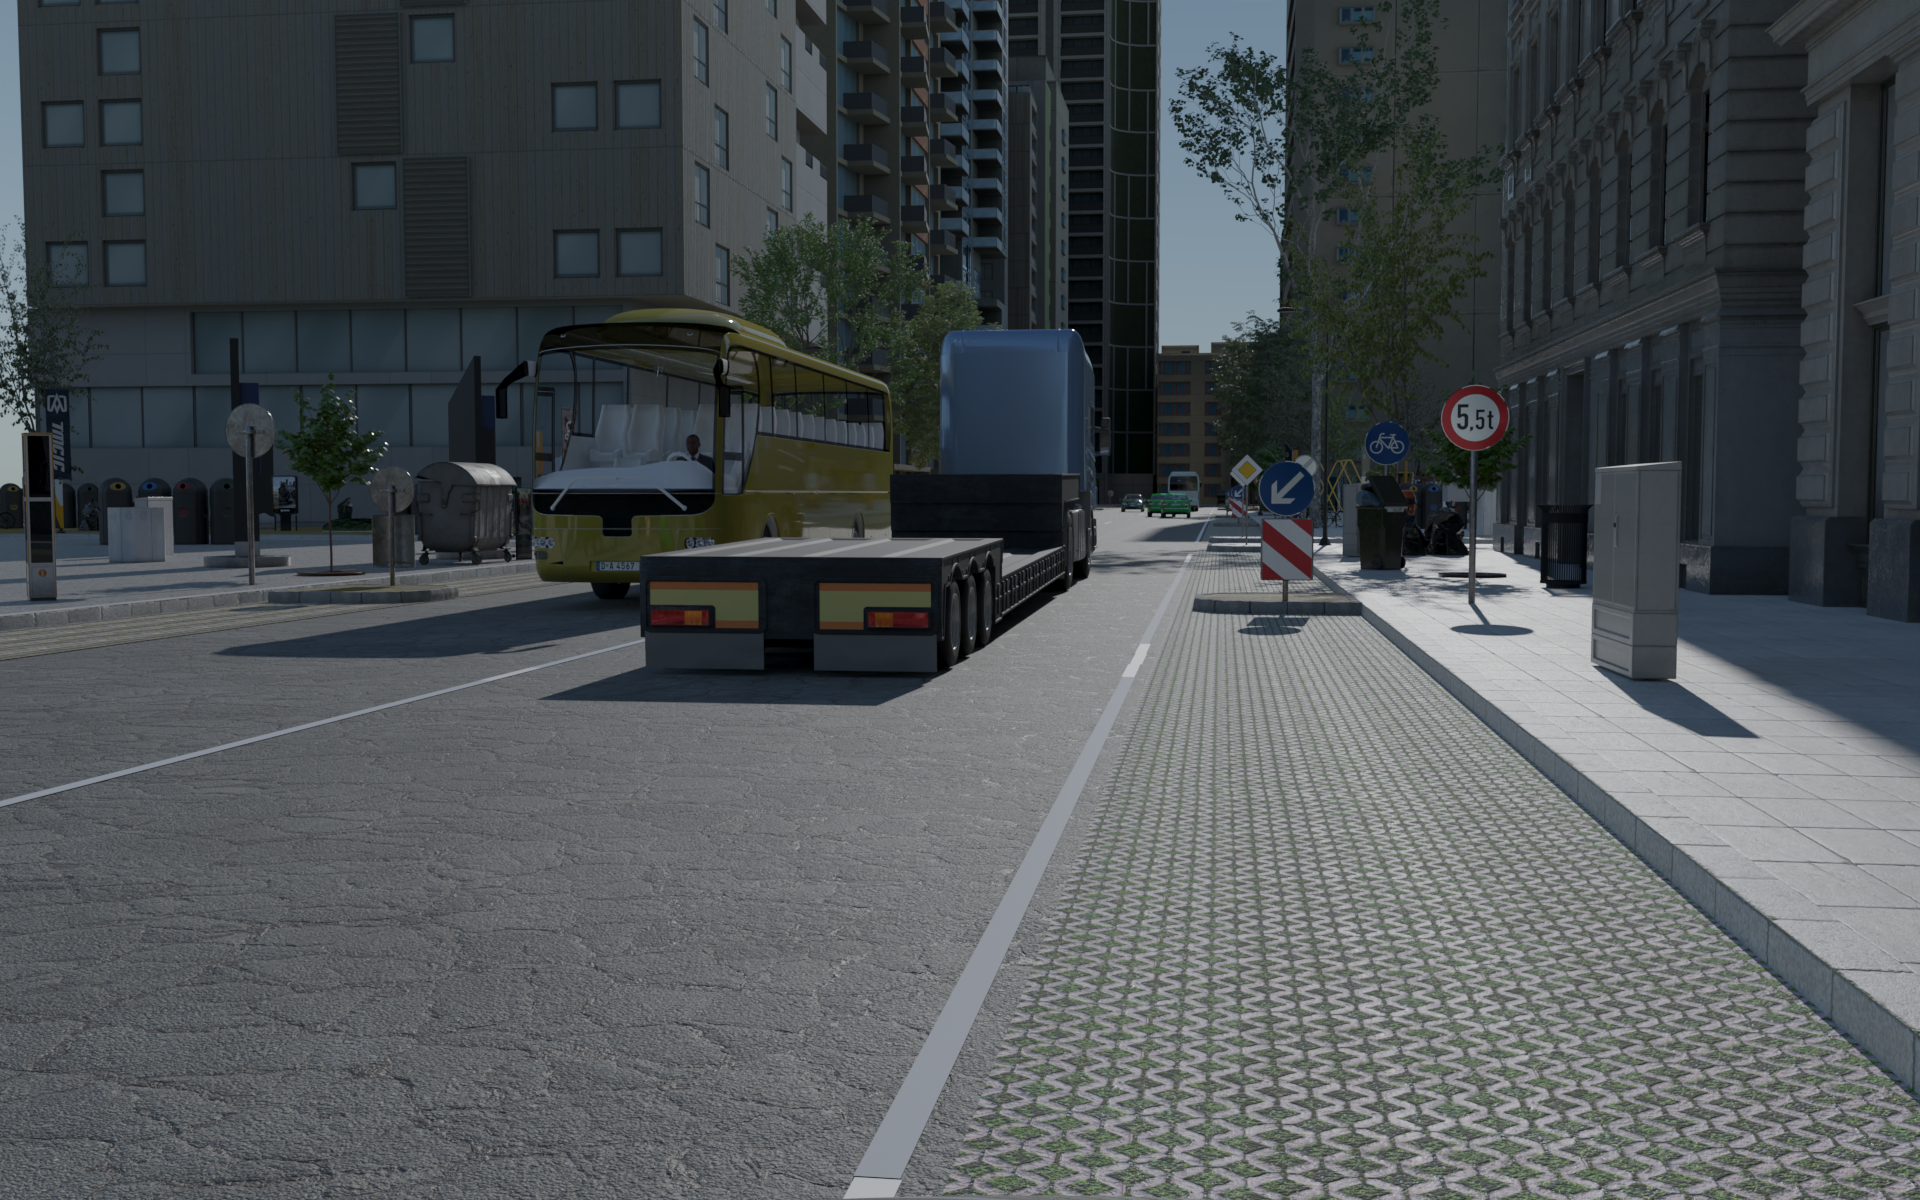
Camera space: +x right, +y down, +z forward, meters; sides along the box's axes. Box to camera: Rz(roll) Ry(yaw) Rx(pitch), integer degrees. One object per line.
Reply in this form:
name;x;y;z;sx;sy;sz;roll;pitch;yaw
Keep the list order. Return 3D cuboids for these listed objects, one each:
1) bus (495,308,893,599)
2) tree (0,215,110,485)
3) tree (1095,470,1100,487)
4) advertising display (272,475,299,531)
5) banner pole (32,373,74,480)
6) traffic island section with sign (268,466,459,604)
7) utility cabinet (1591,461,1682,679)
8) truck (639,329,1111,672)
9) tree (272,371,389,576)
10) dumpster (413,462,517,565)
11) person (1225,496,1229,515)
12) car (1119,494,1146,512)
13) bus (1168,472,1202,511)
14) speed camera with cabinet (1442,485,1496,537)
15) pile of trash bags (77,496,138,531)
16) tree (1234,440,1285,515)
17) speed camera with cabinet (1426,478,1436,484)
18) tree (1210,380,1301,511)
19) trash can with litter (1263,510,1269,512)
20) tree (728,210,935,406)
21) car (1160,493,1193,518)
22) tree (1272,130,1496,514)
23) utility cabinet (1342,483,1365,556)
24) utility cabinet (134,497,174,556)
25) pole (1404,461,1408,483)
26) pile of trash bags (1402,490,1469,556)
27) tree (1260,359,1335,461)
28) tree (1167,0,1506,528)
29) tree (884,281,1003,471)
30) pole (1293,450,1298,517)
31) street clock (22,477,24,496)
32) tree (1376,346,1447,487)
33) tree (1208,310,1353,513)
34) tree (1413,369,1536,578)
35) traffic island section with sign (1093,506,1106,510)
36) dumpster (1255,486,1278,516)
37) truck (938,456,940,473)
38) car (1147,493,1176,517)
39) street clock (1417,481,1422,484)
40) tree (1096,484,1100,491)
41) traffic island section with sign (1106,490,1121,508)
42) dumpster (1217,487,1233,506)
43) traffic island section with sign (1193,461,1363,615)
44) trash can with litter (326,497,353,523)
bus;-3.339;-2.151;26.717;2.896;3.916;12.252;0;4;8
tree;-24.201;-5.799;45.170;4.360;8.622;3.978;0;3;0
tree;13.466;-12.467;187.553;4.285;4.588;4.351;0;3;0
advertising display;-23.430;-3.360;60.143;0.974;1.923;0.123;1;4;15
banner pole;-18.980;-2.822;36.155;0.863;3.779;0.401;-3;5;-41
traffic island section with sign;-7.944;-0.908;23.471;1.989;1.847;2.006;1;4;9
utility cabinet;4.800;-0.225;12.364;0.318;1.500;1.173;0;4;7
truck;0.006;-2.014;22.692;2.967;4.110;18.799;1;4;8
tree;-9.830;-2.004;27.369;1.663;3.219;1.824;0;3;0
dumpster;-9.101;-1.598;31.881;1.264;1.857;1.865;1;4;8
person;17.418;-6.123;112.862;0.306;1.304;0.590;2;4;25
car;13.947;-7.819;139.642;2.131;1.459;4.920;0;4;7
bus;19.229;-9.396;148.492;2.948;3.499;13.247;0;4;8
speed camera with cabinet;15.651;-3.542;52.249;2.038;3.252;0.660;0;4;-1
pile of trash bags;-29.193;-3.106;60.531;3.447;1.369;1.912;2;4;33
tree;19.113;-7.444;105.423;4.285;4.588;4.351;0;3;0
speed camera with cabinet;34.061;-7.867;122.962;2.038;3.252;0.660;-2;4;-26
tree;22.801;-11.980;130.291;8.767;10.594;7.601;1;4;18
trash can with litter;22.464;-6.987;125.626;1.055;1.170;0.624;1;4;13
tree;-4.999;-8.360;62.435;9.928;11.665;9.643;0;3;0
car;13.034;-5.849;104.421;1.959;1.807;4.718;0;4;8
tree;8.458;-5.144;34.466;4.737;8.622;4.395;0;3;0
utility cabinet;8.119;-1.649;35.648;0.318;1.500;1.173;1;4;22
utility cabinet;-16.660;-1.507;35.803;0.306;1.237;1.020;0;4;3
pole;27.321;-6.873;106.217;0.158;3.312;0.155;0;3;0
pile of trash bags;9.854;-1.701;37.572;1.912;1.369;3.447;0;4;6
tree;18.320;-8.877;95.495;4.360;8.622;3.978;0;3;0
tree;14.417;-12.684;63.278;12.611;20.169;13.585;0;3;0
tree;-0.699;-10.678;92.715;7.486;12.596;7.792;0;3;0
pole;15.450;-5.259;79.829;0.158;3.312;0.155;0;3;0
street clock;-39.109;-4.155;72.510;0.358;2.002;0.471;-2;4;-30
tree;22.385;-8.243;85.133;4.360;8.622;3.978;0;3;0
tree;21.910;-13.044;119.917;9.857;13.997;8.962;0;3;0
tree;7.965;-1.978;26.944;1.663;3.219;1.824;0;3;0
traffic island section with sign;11.742;-8.895;154.065;1.989;1.847;2.006;1;4;9
dumpster;18.191;-6.096;102.170;1.502;2.255;1.985;1;4;9
truck;1.212;-4.501;62.509;2.839;4.237;11.283;0;4;7
car;12.797;-6.174;109.738;1.959;1.807;4.718;0;4;8
street clock;25.826;-5.677;97.394;0.358;2.002;0.471;0;4;4
tree;13.705;-11.517;182.905;1.663;3.219;1.824;0;3;0
traffic island section with sign;15.759;-10.526;180.721;1.989;1.847;2.006;1;4;9
dumpster;30.532;-11.897;199.460;1.985;2.255;1.502;0;4;7
traffic island section with sign;3.905;-0.784;21.441;1.989;1.847;2.006;1;4;9
trash can with litter;-22.907;-3.205;63.796;1.055;1.170;0.624;-1;4;-23
